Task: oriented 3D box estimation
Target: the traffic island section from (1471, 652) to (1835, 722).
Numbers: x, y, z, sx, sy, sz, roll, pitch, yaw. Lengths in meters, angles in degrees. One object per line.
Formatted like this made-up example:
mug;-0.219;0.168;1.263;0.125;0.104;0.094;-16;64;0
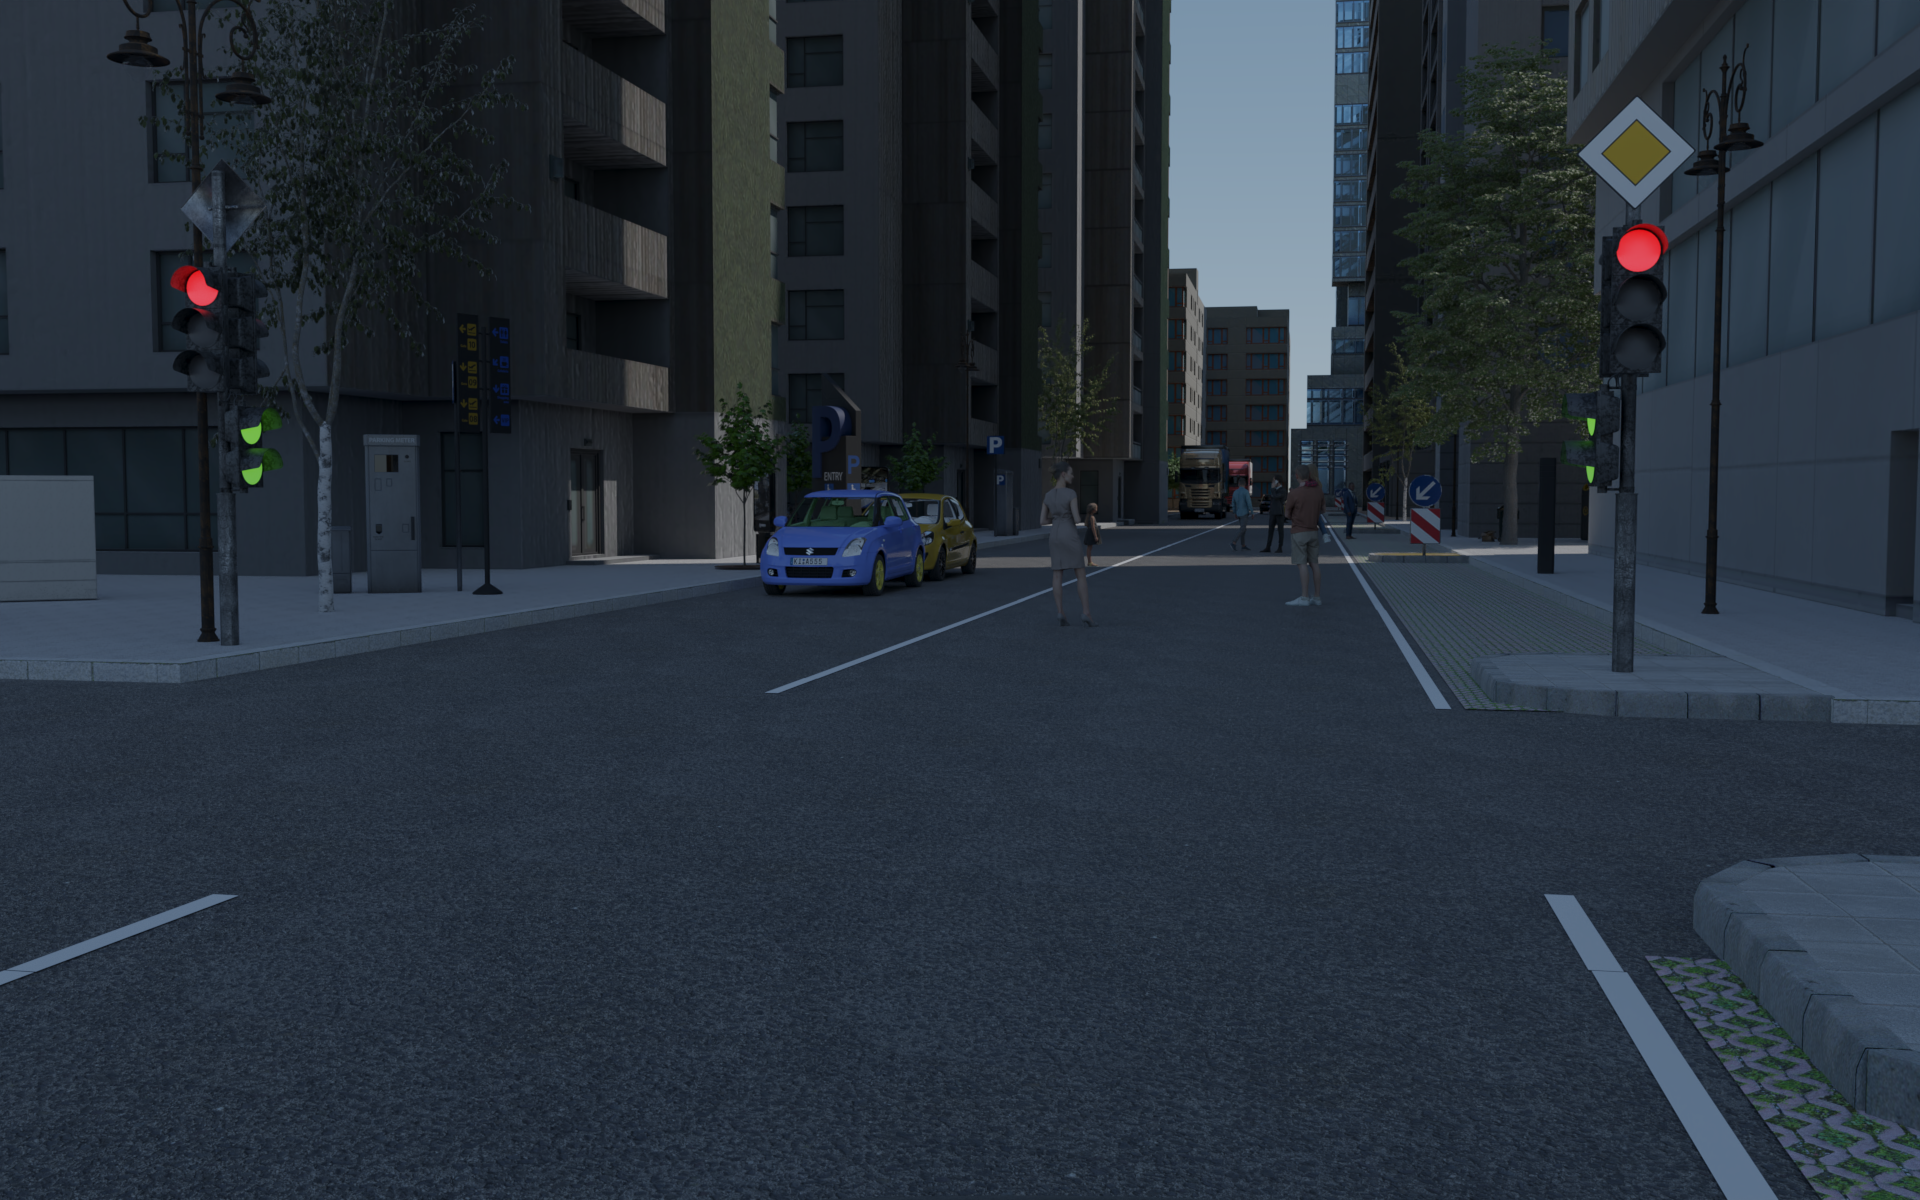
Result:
traffic island section;4.805;0.598;12.503;2.009;0.180;2.903;1;4;11

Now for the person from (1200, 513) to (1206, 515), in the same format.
person;16.485;-6.667;117.959;0.568;1.767;0.683;-3;4;-36

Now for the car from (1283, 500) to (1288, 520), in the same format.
car;18.935;-5.285;96.634;2.015;1.641;3.980;1;4;13

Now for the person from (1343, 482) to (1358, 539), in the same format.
person;12.386;-2.832;54.983;0.419;1.800;0.721;3;4;38

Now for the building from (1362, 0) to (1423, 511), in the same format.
building;39.062;-30.256;118.386;21.300;48.544;21.600;1;4;11

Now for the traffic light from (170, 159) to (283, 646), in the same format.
traffic light;-6.179;-1.569;14.575;0.839;4.253;0.868;1;4;11

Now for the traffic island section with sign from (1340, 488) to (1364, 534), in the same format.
traffic island section with sign;14.996;-3.330;63.077;1.989;1.847;2.006;1;4;11

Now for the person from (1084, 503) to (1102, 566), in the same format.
person;2.638;-1.296;34.367;0.373;1.253;0.362;0;4;0

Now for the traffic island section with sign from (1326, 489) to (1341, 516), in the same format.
traffic island section with sign;24.894;-6.339;112.264;1.989;1.847;2.006;1;4;11

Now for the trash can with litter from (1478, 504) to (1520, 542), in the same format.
trash can with litter;14.428;-2.141;46.396;1.055;1.170;0.624;2;4;34

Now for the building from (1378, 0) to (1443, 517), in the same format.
building;34.813;-40.275;96.754;20.563;71.187;20.611;1;4;11

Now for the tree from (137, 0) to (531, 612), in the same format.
tree;-6.875;-4.188;18.839;4.360;8.622;3.978;0;3;0

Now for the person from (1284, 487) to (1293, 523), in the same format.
person;16.498;-4.720;86.077;0.834;1.777;0.661;2;4;25

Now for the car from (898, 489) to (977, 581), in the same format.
car;-0.855;-1.200;29.844;2.015;1.641;3.980;1;4;12

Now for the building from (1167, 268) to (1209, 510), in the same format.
building;6.239;-18.784;152.153;28.899;21.520;27.650;1;4;11

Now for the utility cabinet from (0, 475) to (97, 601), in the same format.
utility cabinet;-11.009;-0.738;20.738;1.173;1.500;0.318;-2;4;-27

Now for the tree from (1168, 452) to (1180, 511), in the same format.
tree;16.357;-9.129;132.979;4.285;4.588;4.351;0;3;0

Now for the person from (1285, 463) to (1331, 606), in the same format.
person;4.488;-0.849;22.356;0.573;1.828;0.580;1;4;17

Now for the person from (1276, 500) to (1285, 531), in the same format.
person;12.383;-3.601;67.712;0.374;1.781;0.599;-2;4;-35

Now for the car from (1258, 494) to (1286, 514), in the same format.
car;22.301;-6.976;123.848;2.009;1.686;4.222;1;4;10

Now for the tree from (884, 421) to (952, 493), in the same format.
tree;-1.275;-3.155;46.194;1.663;3.219;1.824;0;3;0

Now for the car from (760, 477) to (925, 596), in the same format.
car;-1.692;-0.977;25.559;1.945;1.707;3.694;1;4;12

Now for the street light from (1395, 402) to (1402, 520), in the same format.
street light;21.581;-6.883;85.317;0.468;5.910;1.993;1;4;11

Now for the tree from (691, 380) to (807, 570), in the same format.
tree;-3.829;-2.144;29.649;1.663;3.219;1.824;0;3;0

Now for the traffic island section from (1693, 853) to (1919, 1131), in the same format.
traffic island section;3.229;1.077;4.675;2.009;0.180;2.903;1;4;11

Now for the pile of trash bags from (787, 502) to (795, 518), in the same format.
pile of trash bags;-5.268;-2.238;46.343;3.447;1.369;1.912;-3;5;-41

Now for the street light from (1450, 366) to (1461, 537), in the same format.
street light;14.867;-4.844;51.993;0.468;5.910;1.993;1;4;11

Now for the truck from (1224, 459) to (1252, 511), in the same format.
truck;22.445;-9.312;141.169;2.839;4.237;11.283;1;4;11

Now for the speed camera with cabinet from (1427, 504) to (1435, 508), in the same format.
speed camera with cabinet;23.577;-5.470;83.766;2.038;3.252;0.660;0;4;4

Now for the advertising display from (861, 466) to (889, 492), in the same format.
advertising display;-2.130;-2.147;40.315;0.974;1.923;0.123;0;4;6

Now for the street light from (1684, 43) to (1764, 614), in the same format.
street light;8.044;-2.789;18.392;0.468;5.910;1.993;1;4;11

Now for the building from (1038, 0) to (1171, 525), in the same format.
building;2.289;-24.315;81.149;14.154;41.232;14.086;1;4;11

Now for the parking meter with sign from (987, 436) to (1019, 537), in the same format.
parking meter with sign;1.352;-3.457;52.780;0.543;3.016;1.738;1;4;19

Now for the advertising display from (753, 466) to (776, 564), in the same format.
advertising display;-3.578;-1.619;31.681;0.123;1.923;0.974;-2;4;-24

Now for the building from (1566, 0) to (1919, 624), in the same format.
building;22.845;-26.335;19.817;27.495;52.752;28.713;1;4;11

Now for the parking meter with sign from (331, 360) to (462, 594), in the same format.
parking meter with sign;-7.388;-1.606;22.518;1.738;3.016;0.543;-1;4;-18

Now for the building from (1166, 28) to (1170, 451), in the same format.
building;7.411;-28.957;123.564;14.600;45.320;14.200;1;4;11

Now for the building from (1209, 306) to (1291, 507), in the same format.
building;20.352;-20.784;184.854;28.899;21.520;27.650;1;4;11

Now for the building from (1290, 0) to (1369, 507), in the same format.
building;49.802;-52.766;175.395;31.000;86.520;22.319;1;4;11

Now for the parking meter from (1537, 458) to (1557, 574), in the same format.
parking meter;9.477;-1.362;27.972;0.255;1.863;0.399;1;4;17

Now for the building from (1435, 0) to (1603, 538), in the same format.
building;27.981;-31.725;60.704;21.231;58.520;28.212;1;4;11

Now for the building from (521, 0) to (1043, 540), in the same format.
building;-5.154;-17.578;59.096;14.160;30.474;14.107;1;4;11

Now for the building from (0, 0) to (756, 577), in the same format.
building;-12.099;-15.947;32.441;14.160;30.474;14.107;1;4;11

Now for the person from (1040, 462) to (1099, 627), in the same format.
person;1.183;-0.607;18.768;0.599;1.781;0.374;3;5;39

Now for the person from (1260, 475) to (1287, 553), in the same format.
person;7.689;-2.108;42.328;0.474;1.900;0.648;-2;4;-27

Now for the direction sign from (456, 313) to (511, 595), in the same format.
direction sign;-6.053;-1.840;22.086;0.379;3.537;0.876;2;4;32

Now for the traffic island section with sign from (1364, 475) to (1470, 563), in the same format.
traffic island section with sign;9.680;-1.714;36.649;1.989;1.847;2.006;1;4;11

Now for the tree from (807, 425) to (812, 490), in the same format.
tree;-3.786;-2.829;40.859;1.663;3.219;1.824;0;3;0

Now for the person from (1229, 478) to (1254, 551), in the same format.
person;7.047;-2.158;43.641;0.748;1.841;0.638;-1;4;-23

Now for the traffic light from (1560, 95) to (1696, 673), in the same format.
traffic light;4.767;-1.436;12.397;0.839;4.253;0.868;1;4;11

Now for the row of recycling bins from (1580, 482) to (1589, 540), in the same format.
row of recycling bins;17.394;-2.423;46.730;1.069;1.692;3.534;1;4;15

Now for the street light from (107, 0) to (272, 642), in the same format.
street light;-6.542;-2.576;14.898;0.468;5.910;1.993;1;4;11

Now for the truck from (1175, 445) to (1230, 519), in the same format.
truck;14.285;-6.869;101.229;2.839;4.237;11.283;1;4;11

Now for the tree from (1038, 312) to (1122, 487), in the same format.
tree;4.321;-7.386;71.131;4.737;8.622;4.395;0;3;0

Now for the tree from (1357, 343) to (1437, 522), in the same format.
tree;20.719;-7.973;80.727;4.737;8.622;4.395;0;3;0

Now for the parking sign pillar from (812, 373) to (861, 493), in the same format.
parking sign pillar;-2.715;-3.032;38.051;1.447;3.967;1.447;-3;5;-39

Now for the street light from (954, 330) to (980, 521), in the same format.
street light;0.209;-4.653;48.858;0.468;5.910;1.993;1;4;11

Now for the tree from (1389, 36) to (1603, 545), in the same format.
tree;14.320;-7.678;43.663;7.486;12.596;7.792;0;3;0
